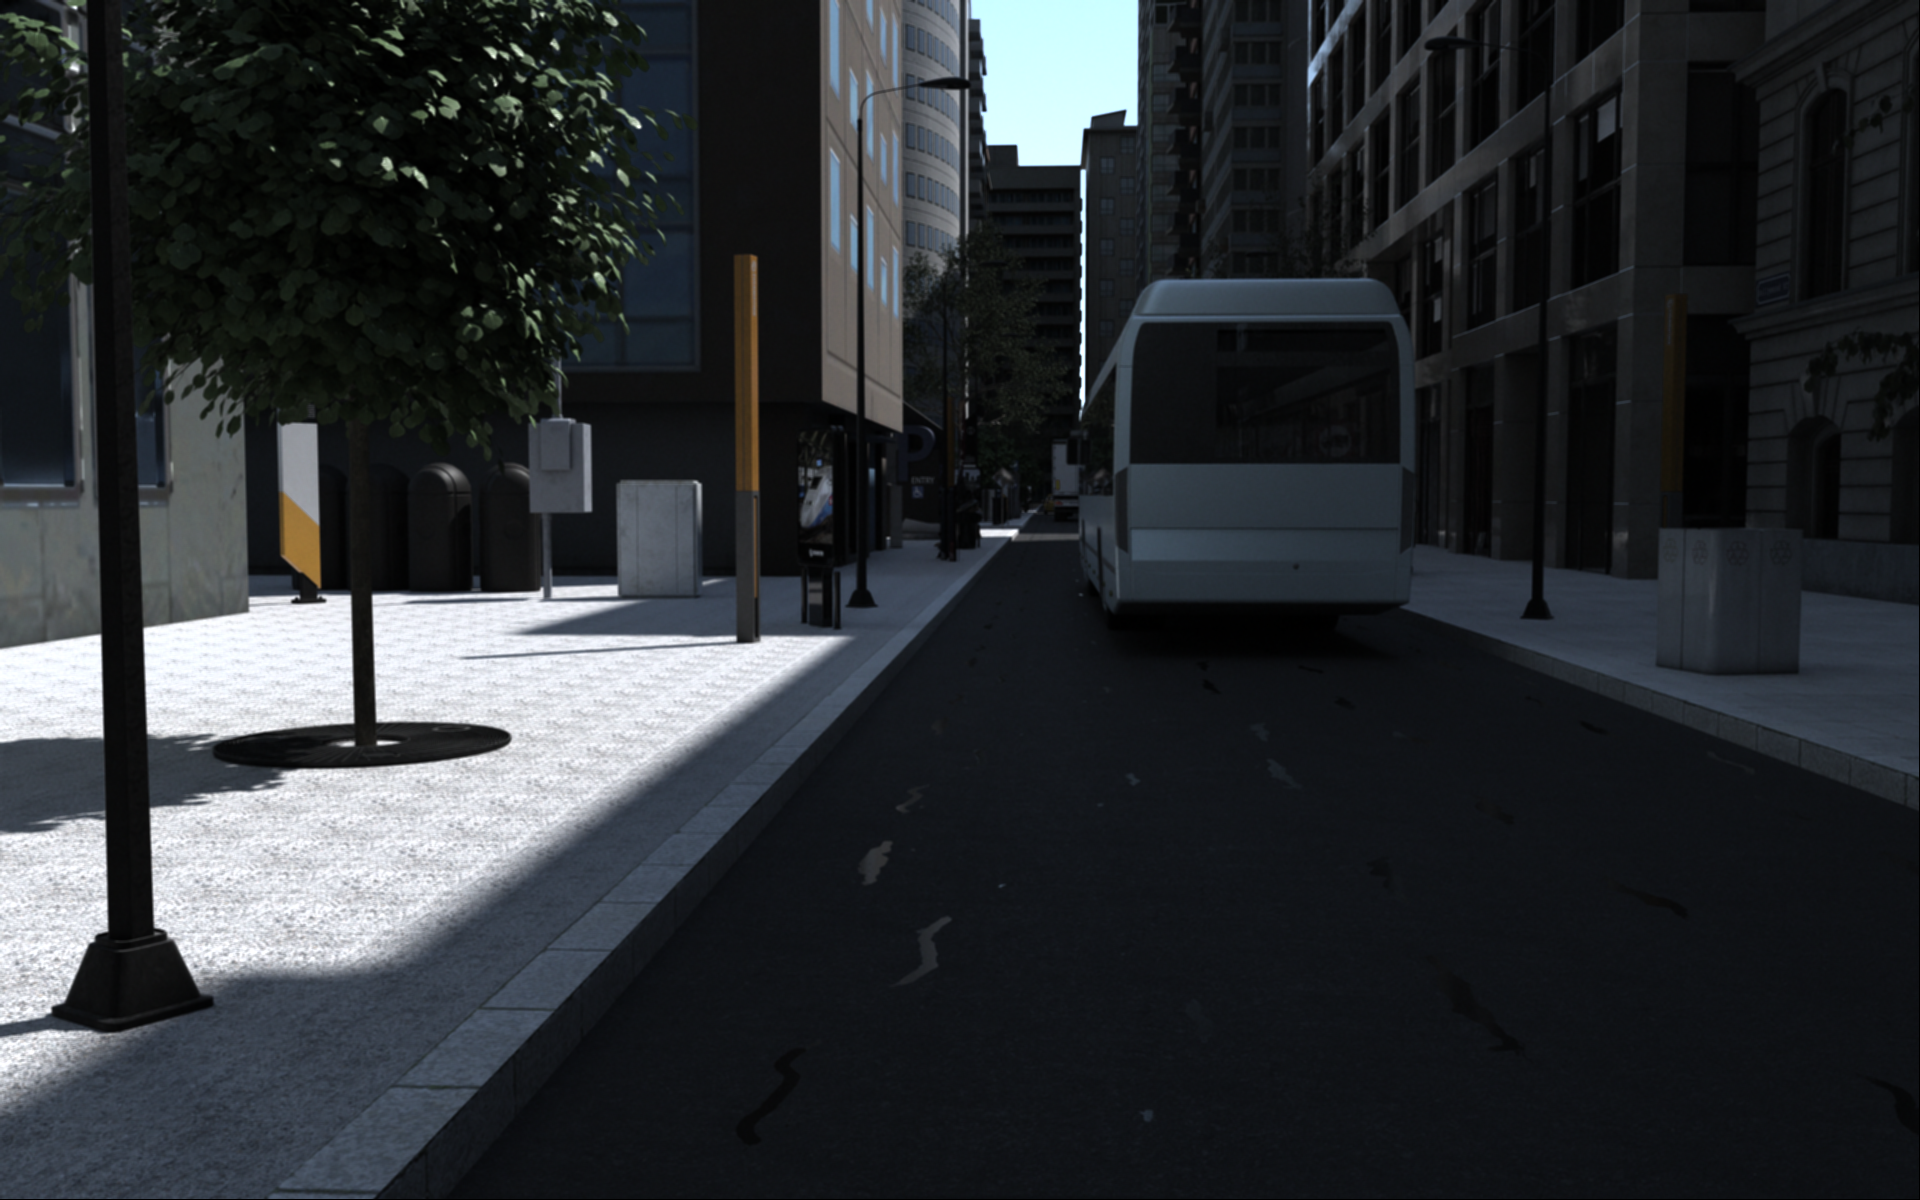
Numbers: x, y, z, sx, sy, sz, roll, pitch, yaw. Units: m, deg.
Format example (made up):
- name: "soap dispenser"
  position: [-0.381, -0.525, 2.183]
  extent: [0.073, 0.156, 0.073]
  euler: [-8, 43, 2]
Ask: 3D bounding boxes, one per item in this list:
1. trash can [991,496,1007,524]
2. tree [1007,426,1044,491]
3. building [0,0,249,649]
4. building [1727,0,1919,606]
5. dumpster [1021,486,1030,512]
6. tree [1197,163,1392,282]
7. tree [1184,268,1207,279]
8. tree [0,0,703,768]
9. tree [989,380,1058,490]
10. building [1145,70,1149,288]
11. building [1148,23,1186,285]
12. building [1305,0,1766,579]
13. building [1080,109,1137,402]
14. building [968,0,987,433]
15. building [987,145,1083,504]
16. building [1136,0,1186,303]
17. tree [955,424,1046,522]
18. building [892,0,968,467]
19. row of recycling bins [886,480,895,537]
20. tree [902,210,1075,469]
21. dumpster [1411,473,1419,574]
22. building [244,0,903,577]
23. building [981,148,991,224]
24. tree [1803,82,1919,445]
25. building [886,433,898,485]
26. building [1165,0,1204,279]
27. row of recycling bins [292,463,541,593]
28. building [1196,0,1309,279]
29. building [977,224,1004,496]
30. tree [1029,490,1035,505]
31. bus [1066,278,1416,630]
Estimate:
- name: "trash can"
  position: [1.689, -3.814, 74.017]
  extent: [0.748, 1.137, 0.748]
  euler: [0, 3, 0]
- name: "tree"
  position: [5.810, -12.811, 159.827]
  extent: [4.737, 8.622, 4.395]
  euler: [0, 3, 0]
- name: "building"
  position: [-17.683, -42.111, 1.180]
  extent: [22.319, 86.520, 31.000]
  euler: [0, 4, 3]
- name: "building"
  position: [15.542, -11.504, 7.182]
  extent: [14.460, 24.649, 34.723]
  euler: [0, 4, 3]
- name: "dumpster"
  position: [4.150, -7.279, 121.497]
  extent: [1.502, 2.255, 1.985]
  euler: [0, 4, 3]
- name: "tree"
  position: [7.379, -5.355, 37.911]
  extent: [4.360, 8.622, 3.978]
  euler: [0, 3, 0]
- name: "tree"
  position: [8.070, -6.461, 55.993]
  extent: [4.737, 8.622, 4.395]
  euler: [0, 3, 0]
- name: "tree"
  position: [-2.936, -1.527, 8.674]
  extent: [4.285, 4.588, 4.351]
  euler: [0, 3, 0]
- name: "tree"
  position: [3.846, -9.873, 111.791]
  extent: [4.360, 8.622, 3.978]
  euler: [0, 3, 0]
- name: "building"
  position: [25.371, -31.715, 168.658]
  extent: [14.600, 45.320, 14.200]
  euler: [0, 4, 3]
- name: "building"
  position: [23.691, -28.793, 154.352]
  extent: [14.154, 41.232, 14.086]
  euler: [0, 4, 3]
- name: "building"
  position: [20.526, -14.506, 41.683]
  extent: [19.350, 26.468, 34.151]
  euler: [0, 4, 3]
- name: "building"
  position: [30.899, -40.126, 245.301]
  extent: [27.495, 52.752, 28.713]
  euler: [0, 4, 3]
- name: "building"
  position: [-8.870, -33.155, 161.697]
  extent: [23.786, 49.044, 30.456]
  euler: [0, 4, 3]
- name: "building"
  position: [6.187, -37.878, 243.005]
  extent: [21.600, 48.544, 21.300]
  euler: [0, 4, 3]
- name: "building"
  position: [29.568, -46.971, 206.233]
  extent: [20.563, 71.187, 20.611]
  euler: [0, 4, 3]
- name: "tree"
  position: [1.115, -5.891, 80.030]
  extent: [4.285, 4.588, 4.351]
  euler: [0, 3, 0]
- name: "building"
  position: [-10.601, -35.142, 116.574]
  extent: [21.231, 58.520, 28.212]
  euler: [0, 4, 3]
- name: "row of recycling bins"
  position: [-3.507, -2.762, 52.276]
  extent: [3.534, 1.692, 1.069]
  euler: [1, 4, 22]
- name: "tree"
  position: [0.218, -7.472, 56.573]
  extent: [7.601, 10.594, 8.767]
  euler: [0, 4, -7]
- name: "dumpster"
  position: [6.646, -1.360, 27.993]
  extent: [1.264, 1.857, 1.865]
  euler: [0, 4, 3]
- name: "building"
  position: [-8.607, -23.390, 32.540]
  extent: [14.600, 45.320, 14.200]
  euler: [0, 4, 3]
- name: "building"
  position: [-9.284, -33.864, 208.306]
  extent: [28.867, 44.769, 22.147]
  euler: [0, 4, 3]
- name: "tree"
  position: [5.372, -3.487, 7.370]
  extent: [4.360, 8.622, 3.978]
  euler: [0, 3, 0]
- name: "building"
  position: [-11.698, -39.422, 82.798]
  extent: [20.563, 71.187, 20.611]
  euler: [0, 4, 3]
- name: "building"
  position: [26.235, -28.710, 124.028]
  extent: [22.147, 44.769, 28.867]
  euler: [0, 4, 3]
- name: "row of recycling bins"
  position: [-7.284, -0.979, 23.113]
  extent: [3.534, 1.692, 1.069]
  euler: [1, 4, 10]
- name: "building"
  position: [24.990, -24.313, 89.398]
  extent: [23.993, 40.220, 32.217]
  euler: [0, 4, 3]
- name: "building"
  position: [-2.560, -25.240, 184.378]
  extent: [14.160, 30.474, 14.107]
  euler: [0, 4, 3]
- name: "tree"
  position: [8.194, -12.917, 205.793]
  extent: [1.663, 3.219, 1.824]
  euler: [0, 3, 0]
- name: "bus"
  position: [2.893, -1.626, 21.449]
  extent: [2.948, 3.499, 13.247]
  euler: [0, 4, 2]
